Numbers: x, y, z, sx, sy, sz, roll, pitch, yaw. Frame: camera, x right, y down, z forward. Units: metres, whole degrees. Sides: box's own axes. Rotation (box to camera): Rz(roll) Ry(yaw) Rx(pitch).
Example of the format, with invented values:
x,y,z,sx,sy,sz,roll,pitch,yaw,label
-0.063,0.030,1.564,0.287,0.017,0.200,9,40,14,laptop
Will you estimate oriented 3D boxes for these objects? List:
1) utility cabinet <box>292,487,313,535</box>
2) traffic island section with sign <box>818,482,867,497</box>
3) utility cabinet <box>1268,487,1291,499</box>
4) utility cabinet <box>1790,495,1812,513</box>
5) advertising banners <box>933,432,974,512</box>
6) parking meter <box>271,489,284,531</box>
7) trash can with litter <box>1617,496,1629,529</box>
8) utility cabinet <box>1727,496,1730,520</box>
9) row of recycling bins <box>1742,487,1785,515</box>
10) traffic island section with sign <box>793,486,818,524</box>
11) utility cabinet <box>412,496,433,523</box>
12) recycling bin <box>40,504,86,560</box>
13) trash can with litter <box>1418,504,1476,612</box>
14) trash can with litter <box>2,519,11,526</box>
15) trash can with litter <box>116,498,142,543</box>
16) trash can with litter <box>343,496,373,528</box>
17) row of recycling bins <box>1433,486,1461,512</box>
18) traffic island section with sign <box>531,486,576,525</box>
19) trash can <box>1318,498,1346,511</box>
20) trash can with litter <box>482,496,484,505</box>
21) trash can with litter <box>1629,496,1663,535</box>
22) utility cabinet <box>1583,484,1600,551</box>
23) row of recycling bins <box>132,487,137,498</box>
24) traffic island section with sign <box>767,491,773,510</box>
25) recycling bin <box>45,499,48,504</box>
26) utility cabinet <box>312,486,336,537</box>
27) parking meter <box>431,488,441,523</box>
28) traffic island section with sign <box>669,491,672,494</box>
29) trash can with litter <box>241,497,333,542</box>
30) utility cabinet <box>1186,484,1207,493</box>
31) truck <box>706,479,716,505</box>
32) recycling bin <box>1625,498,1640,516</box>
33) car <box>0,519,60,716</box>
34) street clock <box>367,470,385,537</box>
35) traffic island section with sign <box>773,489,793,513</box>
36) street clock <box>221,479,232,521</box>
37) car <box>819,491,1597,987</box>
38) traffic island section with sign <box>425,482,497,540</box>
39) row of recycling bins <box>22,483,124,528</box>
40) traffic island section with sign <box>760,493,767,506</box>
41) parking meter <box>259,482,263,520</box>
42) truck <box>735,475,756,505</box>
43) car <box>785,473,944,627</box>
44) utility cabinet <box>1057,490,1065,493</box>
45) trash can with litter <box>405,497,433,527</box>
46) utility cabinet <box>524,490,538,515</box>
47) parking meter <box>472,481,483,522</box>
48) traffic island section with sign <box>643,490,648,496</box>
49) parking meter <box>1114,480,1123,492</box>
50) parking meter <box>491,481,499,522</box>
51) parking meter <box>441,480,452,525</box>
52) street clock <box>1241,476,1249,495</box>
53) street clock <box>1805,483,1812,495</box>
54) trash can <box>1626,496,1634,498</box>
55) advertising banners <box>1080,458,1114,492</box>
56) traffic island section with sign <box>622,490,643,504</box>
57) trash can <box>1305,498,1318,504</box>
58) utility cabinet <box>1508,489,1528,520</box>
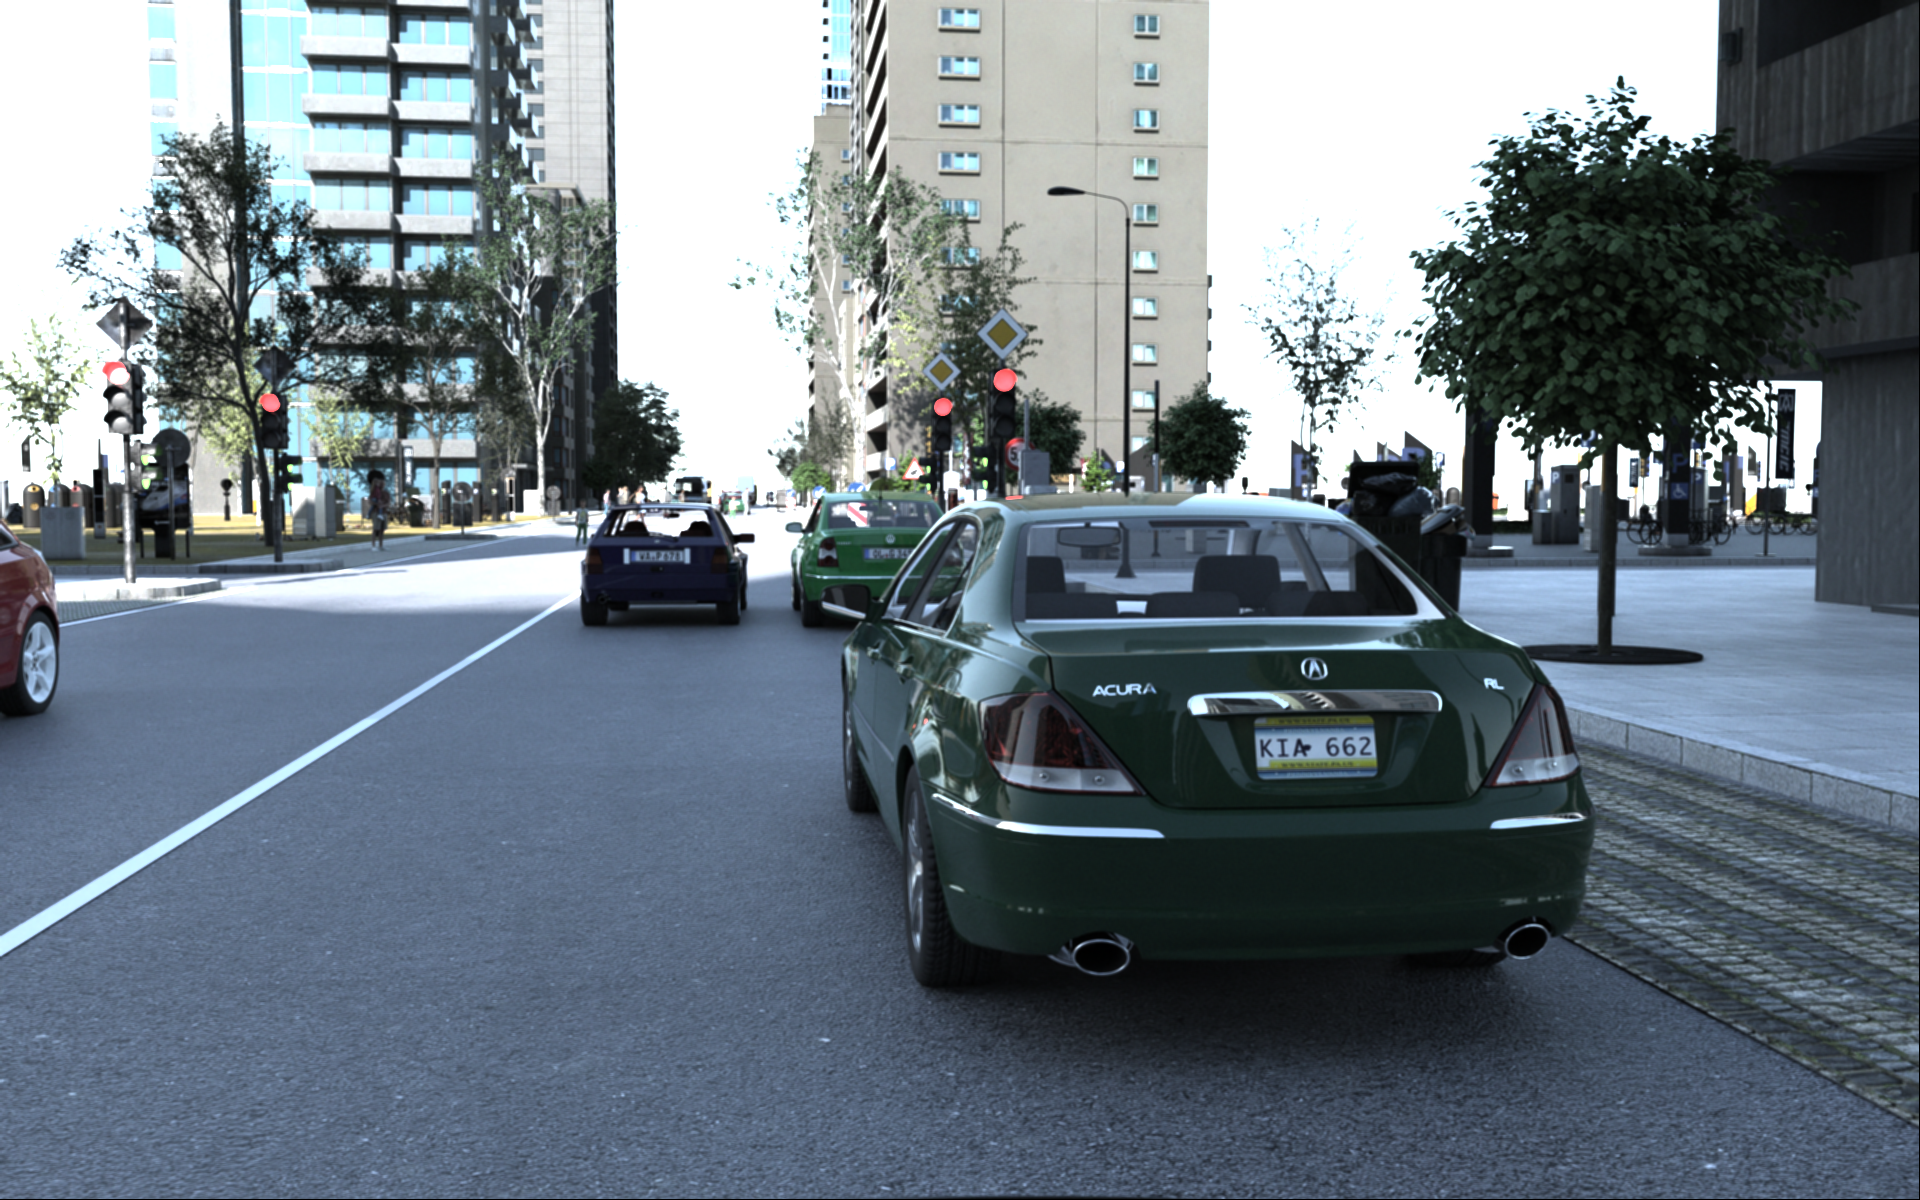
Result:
x,y,z,sx,sy,sz,roll,pitch,yaw,label
-20.458,-2.770,53.973,0.318,1.500,1.173,-3,5,-41,utility cabinet
-3.541,-2.956,56.966,1.989,1.847,2.006,0,4,-7,traffic island section with sign
10.042,-2.793,54.339,0.318,1.500,1.173,2,4,33,utility cabinet
39.533,-4.292,81.343,0.306,1.237,1.020,-2,4,-30,utility cabinet
-0.219,-3.266,49.580,0.090,3.025,2.074,-2,4,-35,advertising banners
-23.637,-3.155,59.991,0.372,1.533,0.369,0,3,0,parking meter
23.281,-3.117,62.019,2.233,1.210,1.678,0,4,5,trash can with litter
33.123,-3.933,75.473,1.020,1.237,0.306,-3,4,-36,utility cabinet
44.494,-5.449,96.205,1.069,1.692,3.534,-1,4,-12,row of recycling bins
-6.926,-4.592,83.709,1.989,1.847,2.006,0,4,-7,traffic island section with sign
-23.555,-3.965,75.987,0.306,1.237,1.020,2,4,24,utility cabinet
-17.555,-1.306,33.909,0.722,1.027,0.722,-1,4,-22,recycling bin
4.939,-0.441,18.601,1.055,1.170,0.624,-1,4,-11,trash can with litter
-38.477,-3.529,69.085,1.055,1.170,0.624,-1,4,-22,trash can with litter
-21.761,-2.086,45.488,0.624,1.170,1.055,-1,4,-12,trash can with litter
-22.909,-3.362,66.031,2.233,1.210,1.678,0,4,-2,trash can with litter
25.440,-5.319,94.072,3.534,1.692,1.069,2,4,34,row of recycling bins
-19.021,-4.438,81.191,1.989,1.847,2.006,0,4,-7,traffic island section with sign
13.101,-2.978,60.341,0.748,1.137,0.748,0,3,0,trash can
-29.048,-5.761,105.257,1.678,1.210,2.233,-3,5,-45,trash can with litter
22.507,-2.698,55.176,1.678,1.210,2.233,2,4,32,trash can with litter
14.171,-1.837,38.714,0.318,1.500,1.173,1,4,12,utility cabinet
-33.560,-3.843,69.952,1.069,1.692,3.534,0,4,0,row of recycling bins
-16.450,-9.209,159.196,1.989,1.847,2.006,0,4,-7,traffic island section with sign
-48.040,-4.793,90.927,0.722,1.027,0.722,1,4,13,recycling bin
-18.665,-2.586,50.962,0.318,1.500,1.173,-2,4,-34,utility cabinet
-22.908,-4.118,75.735,0.372,1.533,0.369,0,3,0,parking meter
-39.057,-14.139,239.805,1.989,1.847,2.006,0,4,-7,traffic island section with sign
-18.477,-2.239,47.662,2.233,1.210,1.678,0,4,-6,trash can with litter
5.177,-1.786,37.888,0.318,1.500,1.173,0,3,0,utility cabinet
-33.615,-14.067,225.916,3.469,3.379,9.791,-1,4,-8,truck
39.168,-5.408,100.969,0.722,1.027,0.722,-3,5,-44,recycling bin
-6.681,-0.042,9.721,2.155,1.783,4.494,0,4,-7,car
-17.589,-2.915,52.223,0.471,2.002,0.358,0,4,-4,street clock
-13.077,-7.573,132.452,1.989,1.847,2.006,0,4,-7,traffic island section with sign
-35.142,-4.798,83.020,0.358,2.002,0.471,2,4,32,street clock
0.567,0.320,6.565,2.131,1.459,4.920,0,4,-8,car
-15.653,-2.802,54.446,1.989,1.847,2.006,0,4,-7,traffic island section with sign
-33.523,-3.555,65.232,3.534,1.692,1.069,0,4,1,row of recycling bins
-26.925,-14.283,242.158,1.989,1.847,2.006,0,4,-7,traffic island section with sign
-34.331,-4.852,85.039,0.255,1.863,0.399,0,4,3,parking meter
-29.248,-15.040,235.663,2.967,4.110,18.799,0,4,-6,truck
-1.025,-0.694,20.136,1.959,1.807,4.718,0,4,-8,car
6.008,-5.841,104.183,0.318,1.500,1.173,1,4,21,utility cabinet
-20.852,-3.395,66.900,0.624,1.170,1.055,2,4,32,trash can with litter
-25.789,-5.889,104.965,1.173,1.500,0.318,0,4,3,utility cabinet
-21.852,-4.450,78.465,0.399,1.863,0.255,1,4,13,parking meter
-28.818,-9.181,158.730,1.989,1.847,2.006,0,4,-7,traffic island section with sign
6.659,-4.080,72.419,0.399,1.863,0.255,1,4,18,parking meter
-21.167,-4.475,78.869,0.255,1.863,0.399,0,4,0,parking meter
-21.647,-4.115,72.986,0.255,1.863,0.399,1,4,18,parking meter
11.714,-4.077,71.226,0.358,2.002,0.471,1,4,19,street clock
56.635,-6.790,115.583,0.358,2.002,0.471,-1,4,-21,street clock
44.879,-6.371,115.823,0.748,1.137,0.748,0,3,0,trash can
6.805,-5.343,83.547,2.074,3.025,0.090,0,4,-1,advertising banners
-25.434,-7.545,131.988,1.989,1.847,2.006,0,4,-7,traffic island section with sign
13.267,-3.249,64.773,0.748,1.137,0.748,0,3,0,trash can
26.735,-4.513,82.468,1.173,1.500,0.318,1,4,21,utility cabinet
